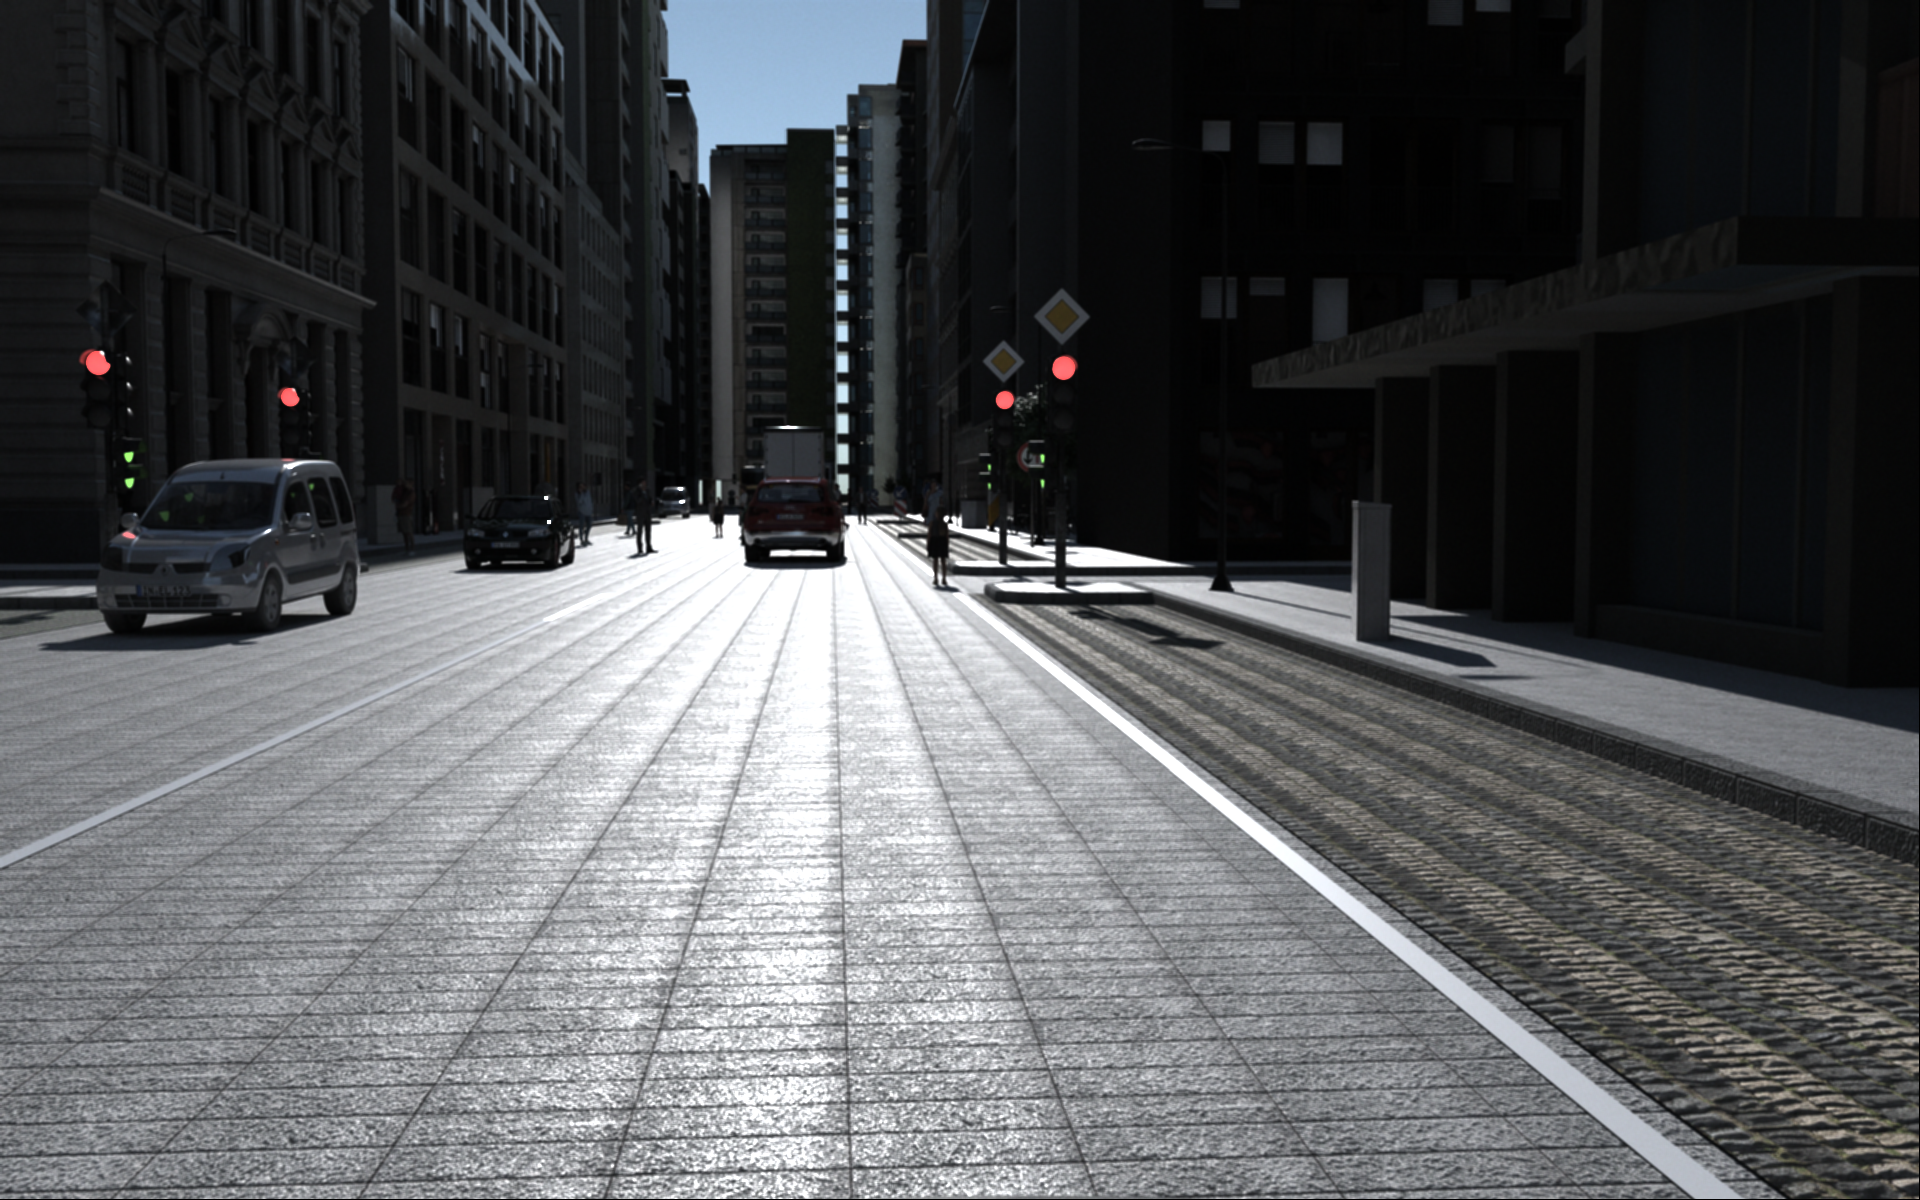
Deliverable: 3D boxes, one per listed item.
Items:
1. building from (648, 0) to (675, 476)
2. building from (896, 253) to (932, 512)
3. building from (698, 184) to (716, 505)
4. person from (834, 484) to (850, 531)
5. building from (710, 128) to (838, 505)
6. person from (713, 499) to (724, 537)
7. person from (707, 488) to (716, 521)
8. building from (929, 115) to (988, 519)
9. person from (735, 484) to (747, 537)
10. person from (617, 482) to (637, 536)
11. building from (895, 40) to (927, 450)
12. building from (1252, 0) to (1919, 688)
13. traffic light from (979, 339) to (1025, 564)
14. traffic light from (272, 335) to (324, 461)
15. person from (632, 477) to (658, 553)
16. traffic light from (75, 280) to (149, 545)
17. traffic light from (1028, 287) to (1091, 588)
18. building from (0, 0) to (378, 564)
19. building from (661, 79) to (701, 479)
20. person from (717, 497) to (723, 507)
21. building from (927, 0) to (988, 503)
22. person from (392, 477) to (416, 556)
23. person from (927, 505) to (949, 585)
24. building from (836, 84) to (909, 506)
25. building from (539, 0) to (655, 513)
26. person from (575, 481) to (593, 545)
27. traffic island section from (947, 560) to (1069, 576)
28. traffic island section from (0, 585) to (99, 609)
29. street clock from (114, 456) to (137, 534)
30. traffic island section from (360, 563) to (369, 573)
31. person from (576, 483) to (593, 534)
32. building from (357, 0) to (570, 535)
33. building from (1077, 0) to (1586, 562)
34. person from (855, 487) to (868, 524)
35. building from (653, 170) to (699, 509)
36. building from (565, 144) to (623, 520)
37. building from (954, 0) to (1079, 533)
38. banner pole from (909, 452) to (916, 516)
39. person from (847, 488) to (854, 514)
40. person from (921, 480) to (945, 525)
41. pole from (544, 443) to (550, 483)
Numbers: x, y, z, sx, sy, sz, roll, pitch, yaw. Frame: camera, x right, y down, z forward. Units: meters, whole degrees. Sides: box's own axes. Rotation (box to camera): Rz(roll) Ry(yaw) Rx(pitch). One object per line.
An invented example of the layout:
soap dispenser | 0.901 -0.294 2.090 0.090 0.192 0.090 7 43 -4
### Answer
building | -36.562 -33.155 131.320 28.713 52.752 27.495 0 4 -4
building | 9.212 -18.022 139.693 27.650 21.520 28.899 0 4 -4
building | -40.833 -31.346 204.383 23.993 40.220 32.217 0 4 -4
person | -4.645 -3.592 67.075 0.795 1.843 0.661 0 4 6
building | -21.060 -31.387 196.767 14.086 41.232 14.154 0 4 -4
person | -8.063 -2.730 57.813 0.362 1.253 0.373 0 4 -2
person | -13.139 -5.066 91.877 0.362 1.759 0.519 3 4 36
building | 4.347 -16.396 96.953 11.050 23.489 19.941 0 4 -4
person | -7.278 -2.968 57.601 0.524 1.755 0.480 1 4 9
person | -11.277 -3.083 58.896 0.713 1.824 0.794 2 4 27
building | 4.996 -31.381 167.697 22.147 44.769 28.867 0 4 -4
building | 15.633 -21.634 8.344 22.147 44.769 28.867 0 4 -4
traffic light | 0.772 -2.614 31.653 0.839 4.253 0.868 0 4 -4
traffic light | -11.754 -2.556 30.712 0.839 4.253 0.868 0 4 -4
person | -7.607 -2.061 42.007 0.447 1.846 0.655 2 4 35
traffic light | -11.163 -2.069 22.749 0.839 4.253 0.868 0 4 -4
traffic light | 1.363 -2.127 23.690 0.839 4.253 0.868 0 4 -4
building | -21.316 -12.919 40.096 11.050 23.489 19.941 0 4 -4
building | -33.275 -29.935 173.035 14.086 41.232 14.154 0 4 -4
person | -14.644 -5.655 105.644 0.352 1.250 0.332 -2 4 -27
building | 5.053 -28.539 116.719 14.600 45.320 14.200 0 4 -4
person | -12.890 -1.942 40.220 0.580 1.828 0.573 0 4 0
person | -0.349 -0.872 27.432 0.362 1.253 0.373 0 4 -8
building | 0.801 -35.674 202.881 30.456 49.044 23.786 0 4 -4
building | -27.612 -26.173 111.525 14.154 41.232 14.086 0 4 -4
person | -10.506 -2.424 48.394 0.793 1.790 0.793 0 4 3
traffic island section | 0.813 -0.580 31.770 2.009 0.180 2.903 0 4 -4
traffic island section | -11.204 -0.037 22.880 2.009 0.180 2.903 0 4 -4
street clock | -14.886 -1.608 30.853 0.471 2.002 0.358 2 4 29
traffic island section | -11.795 -0.524 30.843 2.009 0.180 2.903 0 4 -4
person | -13.493 -3.267 61.940 0.581 1.822 0.654 1 4 21
building | -27.717 -16.095 67.672 19.350 26.468 34.151 0 4 -4
building | 11.369 -12.787 38.742 15.834 23.373 12.332 0 4 -4
person | -4.712 -4.551 83.302 0.661 1.777 0.834 -1 4 -19
building | -30.859 -23.353 153.515 14.160 30.474 14.107 0 4 -4
building | -24.611 -14.621 93.800 10.420 20.320 16.860 0 4 -4
building | 7.882 -15.440 71.516 14.314 24.678 30.058 0 4 -4
banner pole | -2.777 -6.905 102.909 0.401 3.779 0.863 -1 4 -19
person | -7.766 -6.956 122.194 0.705 1.831 1.348 -1 4 -23
person | -0.704 -2.252 45.412 0.616 1.811 0.778 1 4 11
pole | -16.629 -4.647 69.817 0.158 3.312 0.155 0 3 0
